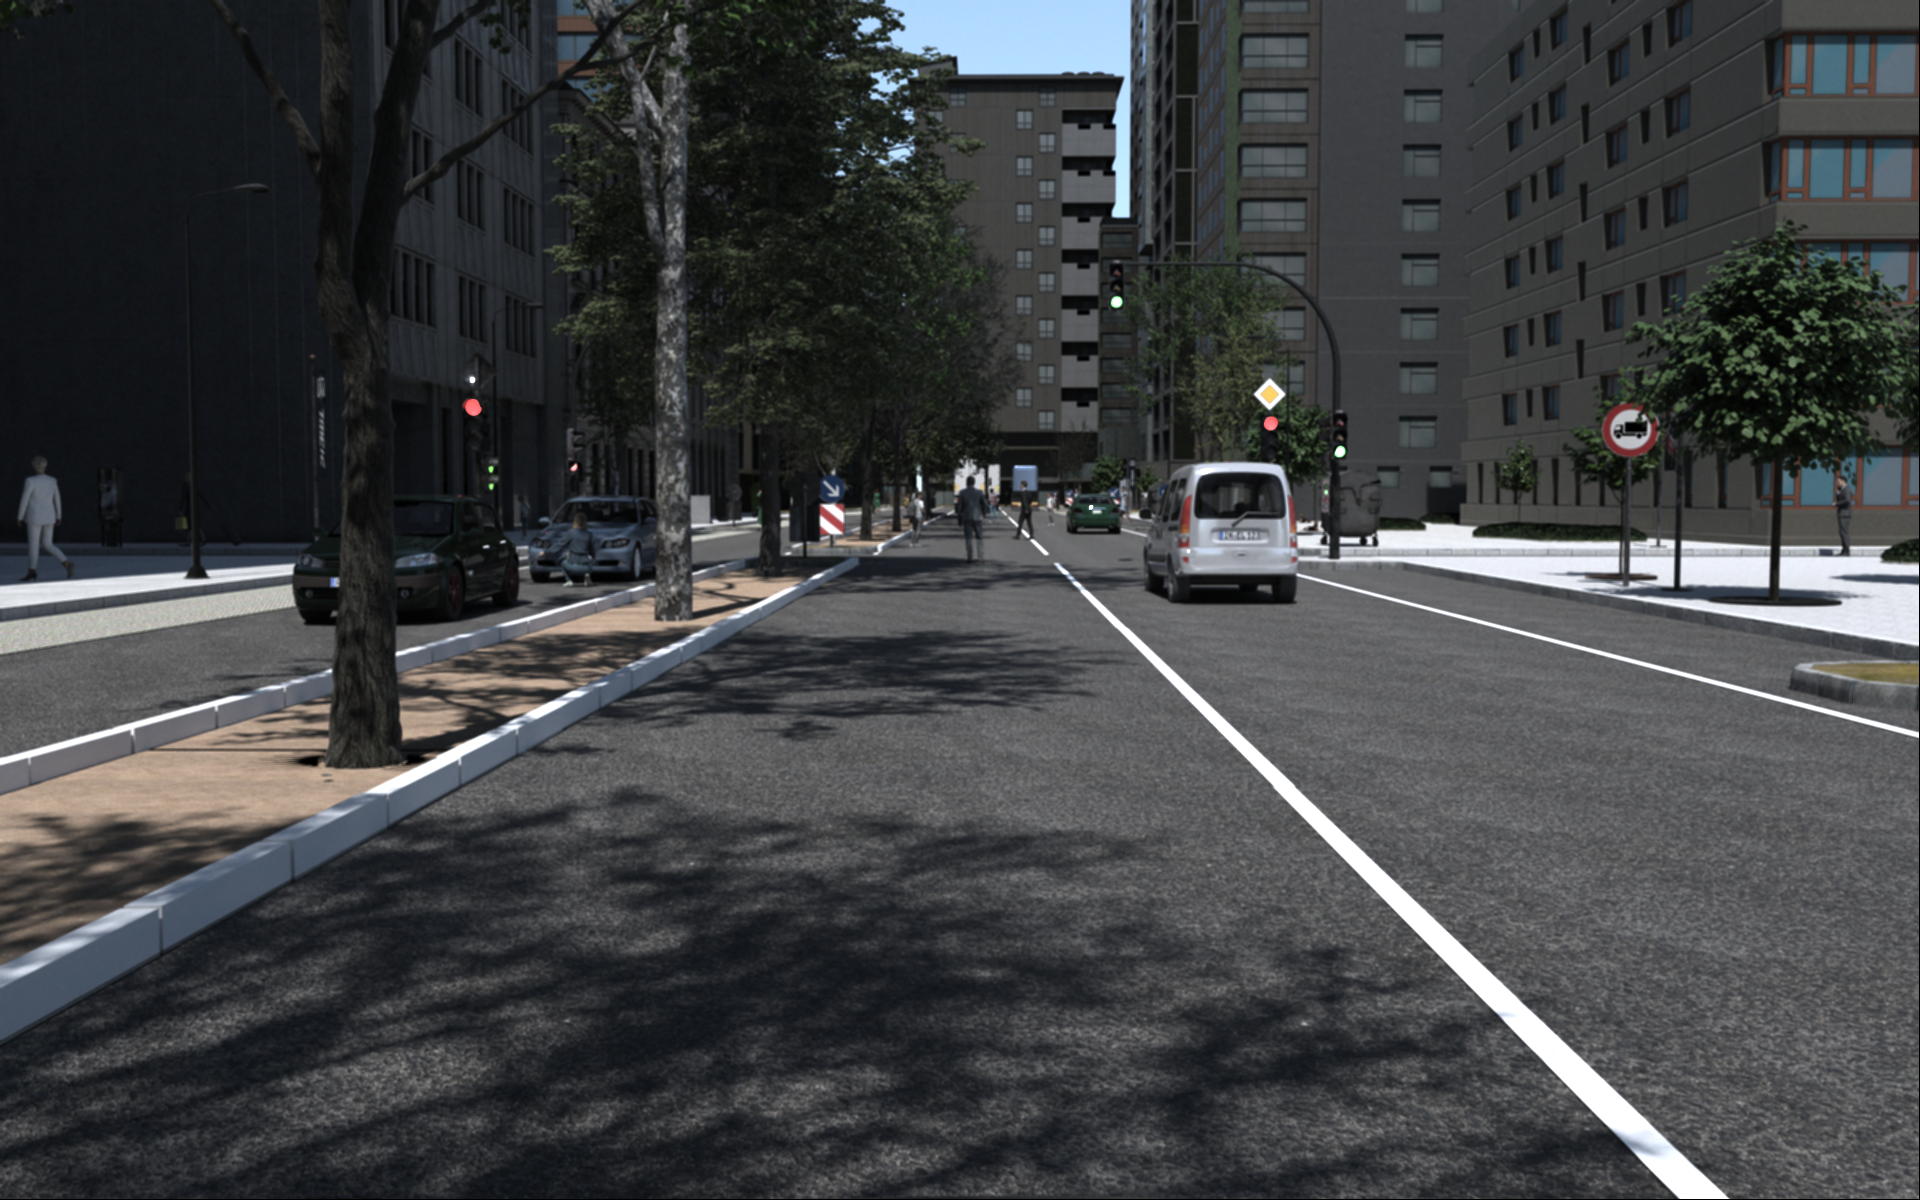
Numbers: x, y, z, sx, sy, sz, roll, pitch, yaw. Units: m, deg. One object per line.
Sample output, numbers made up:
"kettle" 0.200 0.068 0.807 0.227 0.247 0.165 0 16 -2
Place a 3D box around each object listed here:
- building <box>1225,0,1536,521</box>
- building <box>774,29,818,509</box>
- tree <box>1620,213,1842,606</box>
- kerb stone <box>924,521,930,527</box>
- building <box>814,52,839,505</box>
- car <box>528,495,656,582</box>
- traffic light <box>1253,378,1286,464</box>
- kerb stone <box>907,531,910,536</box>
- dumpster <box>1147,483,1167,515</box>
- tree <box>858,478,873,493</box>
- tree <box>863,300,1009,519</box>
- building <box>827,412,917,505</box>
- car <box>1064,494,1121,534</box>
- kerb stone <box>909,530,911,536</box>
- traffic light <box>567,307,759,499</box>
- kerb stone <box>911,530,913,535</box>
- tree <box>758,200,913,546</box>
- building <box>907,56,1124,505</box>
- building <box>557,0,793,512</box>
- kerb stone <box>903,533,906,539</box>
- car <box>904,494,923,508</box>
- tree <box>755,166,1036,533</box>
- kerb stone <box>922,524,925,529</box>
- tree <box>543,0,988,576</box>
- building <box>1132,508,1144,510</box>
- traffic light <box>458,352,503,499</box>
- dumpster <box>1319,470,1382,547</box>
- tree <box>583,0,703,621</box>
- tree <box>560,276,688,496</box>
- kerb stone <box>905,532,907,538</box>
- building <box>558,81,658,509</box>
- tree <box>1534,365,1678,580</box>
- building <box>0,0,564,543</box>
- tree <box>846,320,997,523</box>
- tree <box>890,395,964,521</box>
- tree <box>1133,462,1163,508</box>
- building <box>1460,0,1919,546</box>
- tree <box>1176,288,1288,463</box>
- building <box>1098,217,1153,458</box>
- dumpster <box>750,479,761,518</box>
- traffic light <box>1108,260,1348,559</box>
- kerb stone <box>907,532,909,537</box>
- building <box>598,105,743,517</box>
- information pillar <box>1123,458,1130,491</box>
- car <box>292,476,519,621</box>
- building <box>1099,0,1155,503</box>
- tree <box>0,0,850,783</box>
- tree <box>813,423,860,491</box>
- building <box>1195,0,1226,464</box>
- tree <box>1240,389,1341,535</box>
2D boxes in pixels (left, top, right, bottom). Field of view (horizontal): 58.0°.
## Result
"building" 20.219 -24.695 87.355 14.154 41.232 14.086 0 4 1
"building" -20.245 -30.760 153.039 14.600 45.320 14.200 0 4 1
"tree" 9.672 -2.236 20.276 4.285 4.588 4.351 0 3 0
"kerb stone" -1.505 -3.364 77.190 0.120 0.150 1.000 0 4 1
"building" -28.113 -34.142 177.822 30.456 49.044 23.786 0 4 1
"car" -6.138 -1.094 29.896 2.014 1.417 4.499 0 4 0
"traffic light" 7.465 -3.247 42.010 0.839 4.253 0.868 0 4 1
"kerb stone" -1.801 -2.109 56.686 0.120 0.150 1.000 0 4 1
"dumpster" 10.203 -5.029 87.989 1.264 1.857 1.865 0 4 1
"tree" -9.800 -11.324 179.755 1.663 3.219 1.824 0 3 0
"tree" -1.963 -11.025 99.725 9.611 12.733 9.660 0 3 0
"building" -20.425 -22.818 218.119 28.899 21.520 27.650 0 4 1
"car" 4.904 -3.178 63.751 2.131 1.459 4.920 0 4 1
"kerb stone" -1.785 -2.172 57.715 0.120 0.150 1.000 0 4 1
"traffic light" -7.302 -4.133 42.242 4.771 5.953 1.251 0 4 1
"kerb stone" -1.768 -2.236 58.746 0.120 0.150 1.000 0 4 1
"tree" -3.175 -5.509 42.899 4.360 8.622 3.978 0 3 0
"building" 7.780 -38.430 217.572 27.495 52.752 28.713 0 4 1
"building" -24.656 -29.166 131.494 22.147 44.769 28.867 0 4 1
"kerb stone" -1.839 -1.921 53.610 0.120 0.150 1.000 0 4 1
"car" -4.829 -10.390 180.099 2.015 1.641 3.980 0 4 1
"tree" -2.320 -9.232 63.772 12.009 13.543 11.850 0 3 0
"kerb stone" -1.607 -2.925 70.023 0.120 0.150 1.000 0 4 1
"tree" -3.408 -6.704 30.188 7.486 12.596 7.792 0 3 0
"building" 23.931 -42.492 133.004 20.563 71.187 20.611 0 4 1
"traffic light" -9.510 -2.773 34.253 0.839 4.253 0.868 0 4 1
"dumpster" 9.647 -2.264 42.773 1.264 1.857 1.865 0 4 1
"tree" -4.438 -9.877 19.841 12.611 20.169 13.585 0 3 0
"tree" -11.184 -6.507 56.753 4.737 8.622 4.395 0 3 0
"kerb stone" -1.826 -1.980 54.634 0.120 0.150 1.000 0 4 1
"building" -19.221 -12.819 74.223 10.561 19.102 19.286 0 4 1
"tree" 9.886 -1.932 26.196 1.663 3.219 1.824 0 3 0
"building" -21.002 -14.459 54.420 12.078 24.808 19.932 0 4 1
"tree" -2.349 -9.111 85.838 8.767 10.594 7.601 0 4 1
"tree" -1.833 -8.522 92.148 4.737 8.622 4.395 0 3 0
"tree" 11.095 -6.601 102.535 1.663 3.219 1.824 0 3 0
"building" 34.515 -12.877 55.577 28.899 21.520 27.650 0 4 1
"tree" 9.922 -6.856 62.461 4.737 8.622 4.395 0 3 0
"building" 21.440 -25.129 182.556 14.160 30.474 14.107 0 4 1
"dumpster" -10.756 -5.652 94.907 1.502 2.255 1.985 0 4 1
"traffic light" 5.256 -3.624 33.915 4.771 5.953 1.251 0 4 1
"kerb stone" -1.812 -2.047 55.664 0.120 0.150 1.000 0 4 1
"building" -19.795 -15.541 95.892 13.314 21.916 24.055 0 4 1
"information pillar" 10.671 -7.329 111.191 0.504 3.616 0.183 3 5 44
"car" -6.535 -0.668 20.710 2.009 1.686 4.222 0 4 0
"building" 25.104 -51.719 158.279 22.319 86.520 31.000 0 4 1
"tree" -3.036 -4.921 8.671 9.928 11.665 9.643 0 3 0
"tree" -10.197 -11.502 138.427 4.737 8.622 4.395 0 3 0
"building" 22.737 -28.085 109.298 14.600 45.320 14.200 0 4 1
"tree" 10.420 -4.325 54.433 4.285 4.588 4.351 0 3 0
